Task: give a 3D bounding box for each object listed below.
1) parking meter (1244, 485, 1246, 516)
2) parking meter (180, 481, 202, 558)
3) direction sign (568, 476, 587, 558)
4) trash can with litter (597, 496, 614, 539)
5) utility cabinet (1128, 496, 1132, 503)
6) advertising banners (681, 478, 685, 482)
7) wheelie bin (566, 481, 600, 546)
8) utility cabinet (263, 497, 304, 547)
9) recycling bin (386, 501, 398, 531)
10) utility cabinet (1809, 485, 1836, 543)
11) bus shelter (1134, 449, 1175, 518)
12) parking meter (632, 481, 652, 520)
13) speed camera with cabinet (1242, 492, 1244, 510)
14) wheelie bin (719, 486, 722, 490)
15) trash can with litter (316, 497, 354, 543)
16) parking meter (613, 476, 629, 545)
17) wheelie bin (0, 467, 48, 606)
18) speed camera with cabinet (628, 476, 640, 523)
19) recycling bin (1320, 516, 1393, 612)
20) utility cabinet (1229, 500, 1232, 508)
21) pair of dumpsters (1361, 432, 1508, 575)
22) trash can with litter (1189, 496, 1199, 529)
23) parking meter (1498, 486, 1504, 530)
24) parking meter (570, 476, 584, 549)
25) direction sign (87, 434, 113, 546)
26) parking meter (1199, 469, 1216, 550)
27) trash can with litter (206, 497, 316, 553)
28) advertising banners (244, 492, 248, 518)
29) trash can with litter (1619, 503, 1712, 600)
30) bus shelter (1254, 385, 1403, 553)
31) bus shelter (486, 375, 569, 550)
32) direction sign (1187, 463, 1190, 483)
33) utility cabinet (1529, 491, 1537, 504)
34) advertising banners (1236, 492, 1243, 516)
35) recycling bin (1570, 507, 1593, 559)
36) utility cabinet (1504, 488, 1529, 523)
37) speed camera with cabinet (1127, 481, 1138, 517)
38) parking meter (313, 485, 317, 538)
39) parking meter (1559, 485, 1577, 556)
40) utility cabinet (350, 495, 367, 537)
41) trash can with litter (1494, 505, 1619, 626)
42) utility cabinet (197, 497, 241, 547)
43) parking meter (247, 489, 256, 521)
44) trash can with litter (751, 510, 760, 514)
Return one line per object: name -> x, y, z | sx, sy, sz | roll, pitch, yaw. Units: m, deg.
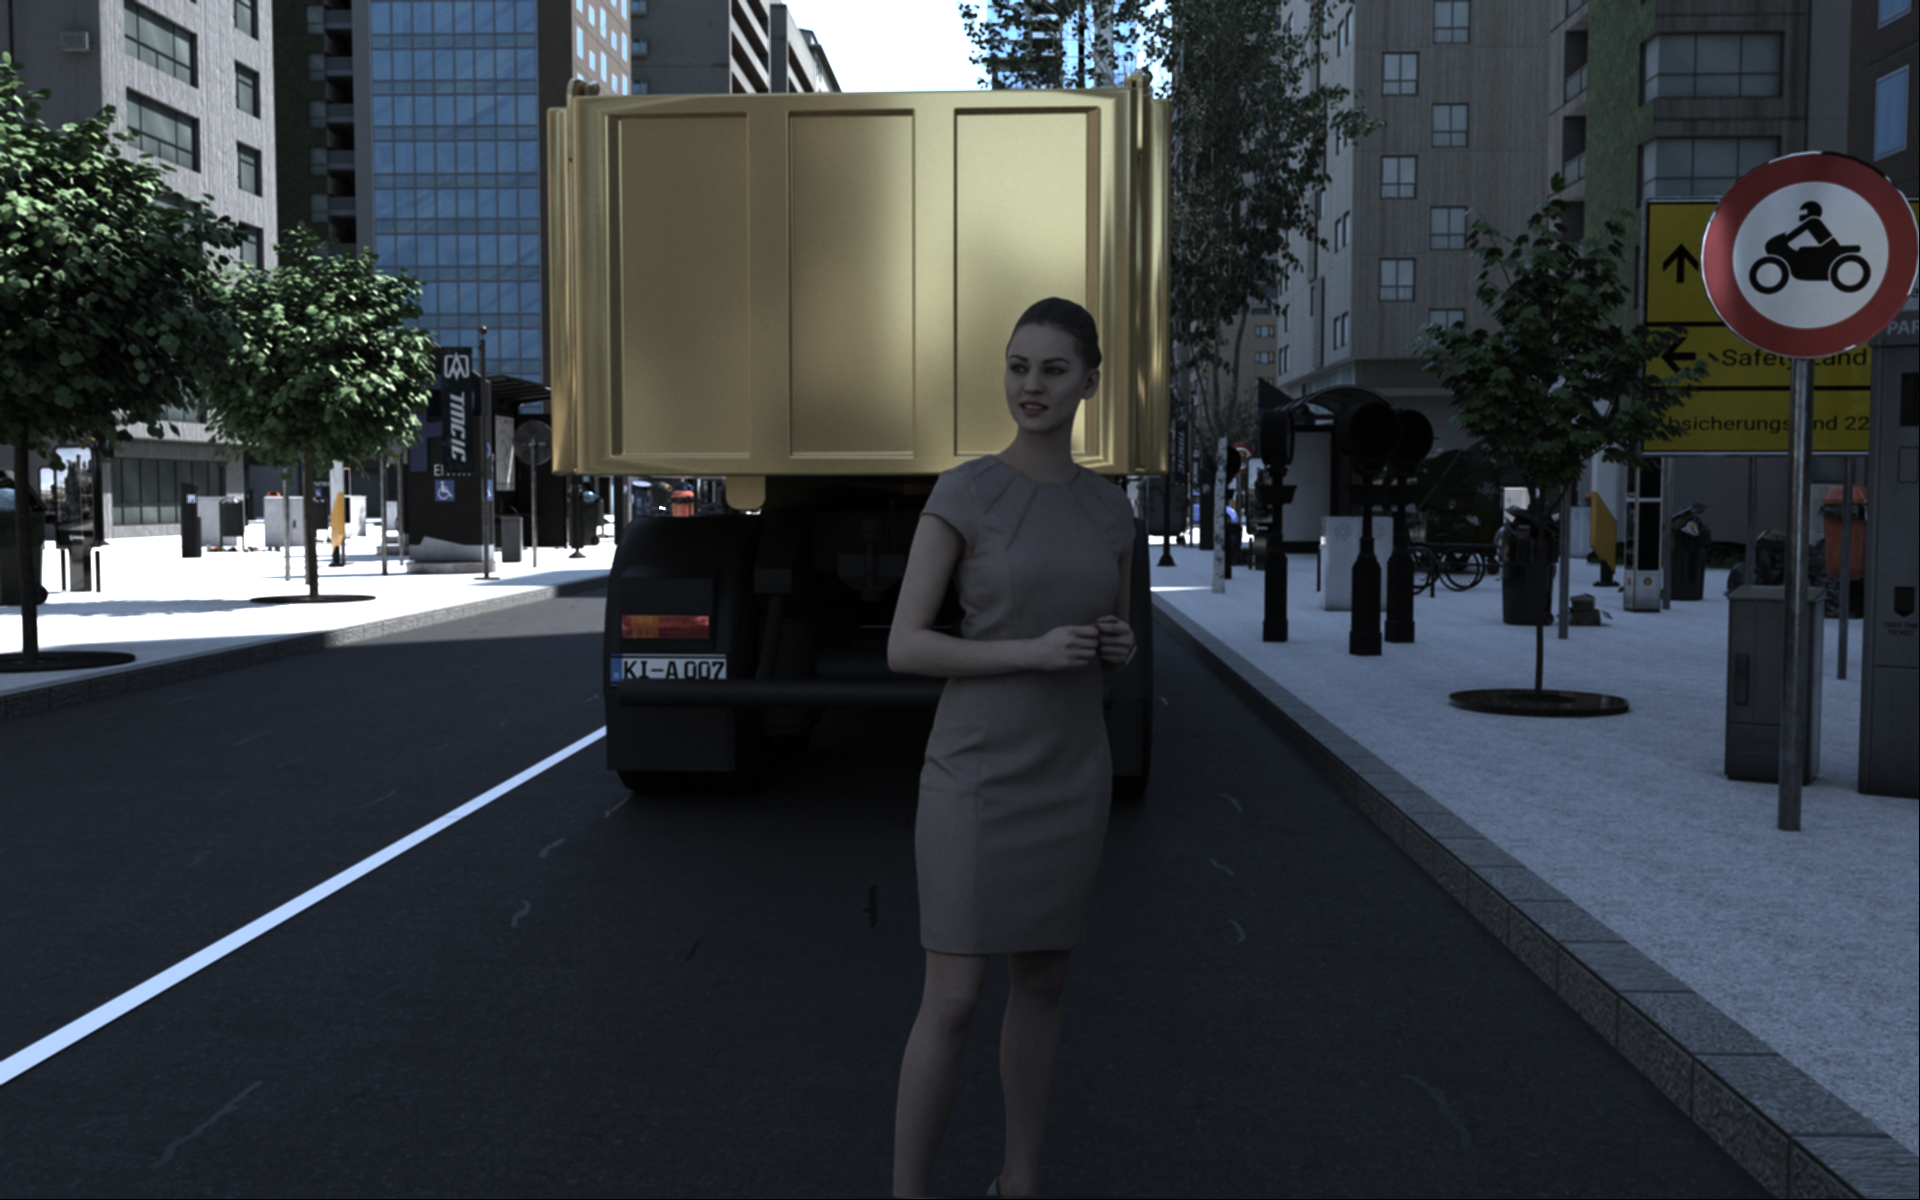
parking meter -> 16.516, -5.729, 99.387 | 0.255, 1.863, 0.399 | 3, 5, 39
parking meter -> -15.468, -1.616, 34.832 | 0.372, 1.533, 0.369 | 0, 3, 0
direction sign -> -7.656, -2.603, 34.551 | 0.876, 3.537, 0.379 | -2, 4, -32
trash can with litter -> -10.692, -2.382, 50.011 | 1.678, 1.210, 2.233 | 1, 4, 13
utility cabinet -> 4.757, -2.574, 53.249 | 1.020, 1.237, 0.306 | 1, 4, 17
advertising banners -> -13.738, -5.606, 87.844 | 0.090, 3.025, 2.074 | -2, 4, -32
wheelie bin -> -9.370, -2.145, 42.983 | 0.980, 1.594, 0.693 | 2, 4, 29
utility cabinet -> -16.384, -1.897, 42.176 | 1.020, 1.237, 0.306 | -1, 4, -10
recycling bin -> -19.750, -2.958, 60.913 | 0.722, 1.027, 0.722 | 0, 4, 8
utility cabinet -> 20.285, -1.943, 40.449 | 1.173, 1.500, 0.318 | -1, 4, -16
bus shelter -> 7.478, -4.652, 69.988 | 2.014, 3.302, 5.546 | 0, 4, 2
parking meter -> -5.934, -1.463, 32.335 | 0.372, 1.533, 0.369 | 0, 3, 0
speed camera with cabinet -> 23.599, -9.058, 142.438 | 2.038, 3.252, 0.660 | 0, 4, 6
wheelie bin -> -9.704, -3.818, 70.329 | 0.693, 1.594, 0.980 | -1, 4, -14
trash can with litter -> -17.301, -2.117, 45.674 | 2.233, 1.210, 1.678 | 0, 4, -4
parking meter -> -8.574, -2.332, 43.836 | 0.255, 1.863, 0.399 | 1, 4, 14
wheelie bin -> -11.002, -0.742, 20.038 | 0.980, 1.594, 0.693 | 3, 5, 40
speed camera with cabinet -> -9.097, -3.235, 47.233 | 0.660, 3.252, 2.038 | -1, 4, -13
recycling bin -> 4.401, -0.409, 19.249 | 0.722, 1.027, 0.722 | 0, 4, 7
utility cabinet -> 12.583, -4.423, 83.473 | 1.020, 1.237, 0.306 | 2, 4, 35
pair of dumpsters -> 8.007, -1.651, 29.480 | 1.574, 2.255, 4.437 | 0, 4, 2
trash can with litter -> 8.713, -3.281, 64.707 | 1.678, 1.210, 2.233 | -3, 4, -38
parking meter -> 15.937, -2.628, 51.372 | 0.372, 1.533, 0.369 | 0, 3, 0
parking meter -> -9.015, -2.143, 40.754 | 0.255, 1.863, 0.399 | -1, 4, -21
direction sign -> -21.411, -3.128, 43.147 | 0.379, 3.537, 0.876 | 1, 4, 15
parking meter -> 5.705, -2.075, 39.639 | 0.399, 1.863, 0.255 | 3, 5, 39
trash can with litter -> -15.764, -1.665, 38.280 | 2.233, 1.210, 1.678 | 0, 4, 3
advertising banners -> -36.398, -5.554, 86.989 | 0.090, 3.025, 2.074 | 1, 4, 12
trash can with litter -> 8.577, -0.596, 21.127 | 0.624, 1.170, 1.055 | -3, 5, -43
bus shelter -> 7.280, -2.505, 34.876 | 2.014, 3.302, 5.546 | 0, 4, 2
bus shelter -> -9.753, -2.812, 37.265 | 1.731, 3.624, 6.357 | 0, 4, 2
direction sign -> 17.068, -8.262, 127.088 | 0.876, 3.537, 0.379 | 1, 4, 20
utility cabinet -> 23.011, -3.731, 69.686 | 0.318, 1.500, 1.173 | -2, 4, -26
advertising banners -> 14.688, -6.117, 96.205 | 2.074, 3.025, 0.090 | 1, 4, 9
recycling bin -> 12.582, -1.359, 34.771 | 0.722, 1.027, 0.722 | -1, 4, -14
utility cabinet -> 19.287, -3.191, 60.844 | 0.318, 1.500, 1.173 | -3, 4, -36
speed camera with cabinet -> 6.271, -4.334, 65.196 | 0.660, 3.252, 2.038 | 0, 4, -6
parking meter -> -19.020, -2.584, 50.665 | 0.372, 1.533, 0.369 | 0, 3, 0
parking meter -> 12.477, -1.826, 35.569 | 0.255, 1.863, 0.399 | 0, 4, 4
utility cabinet -> -18.199, -2.490, 51.865 | 0.306, 1.237, 1.020 | 1, 4, 14
trash can with litter -> 5.838, -0.348, 17.070 | 1.055, 1.170, 0.624 | 0, 4, 7
utility cabinet -> -18.196, -1.916, 42.484 | 1.020, 1.237, 0.306 | 0, 4, 3
parking meter -> -34.184, -4.597, 83.569 | 0.372, 1.533, 0.369 | 0, 3, 0
trash can with litter -> -14.588, -7.280, 130.084 | 2.233, 1.210, 1.678 | -1, 4, -8
